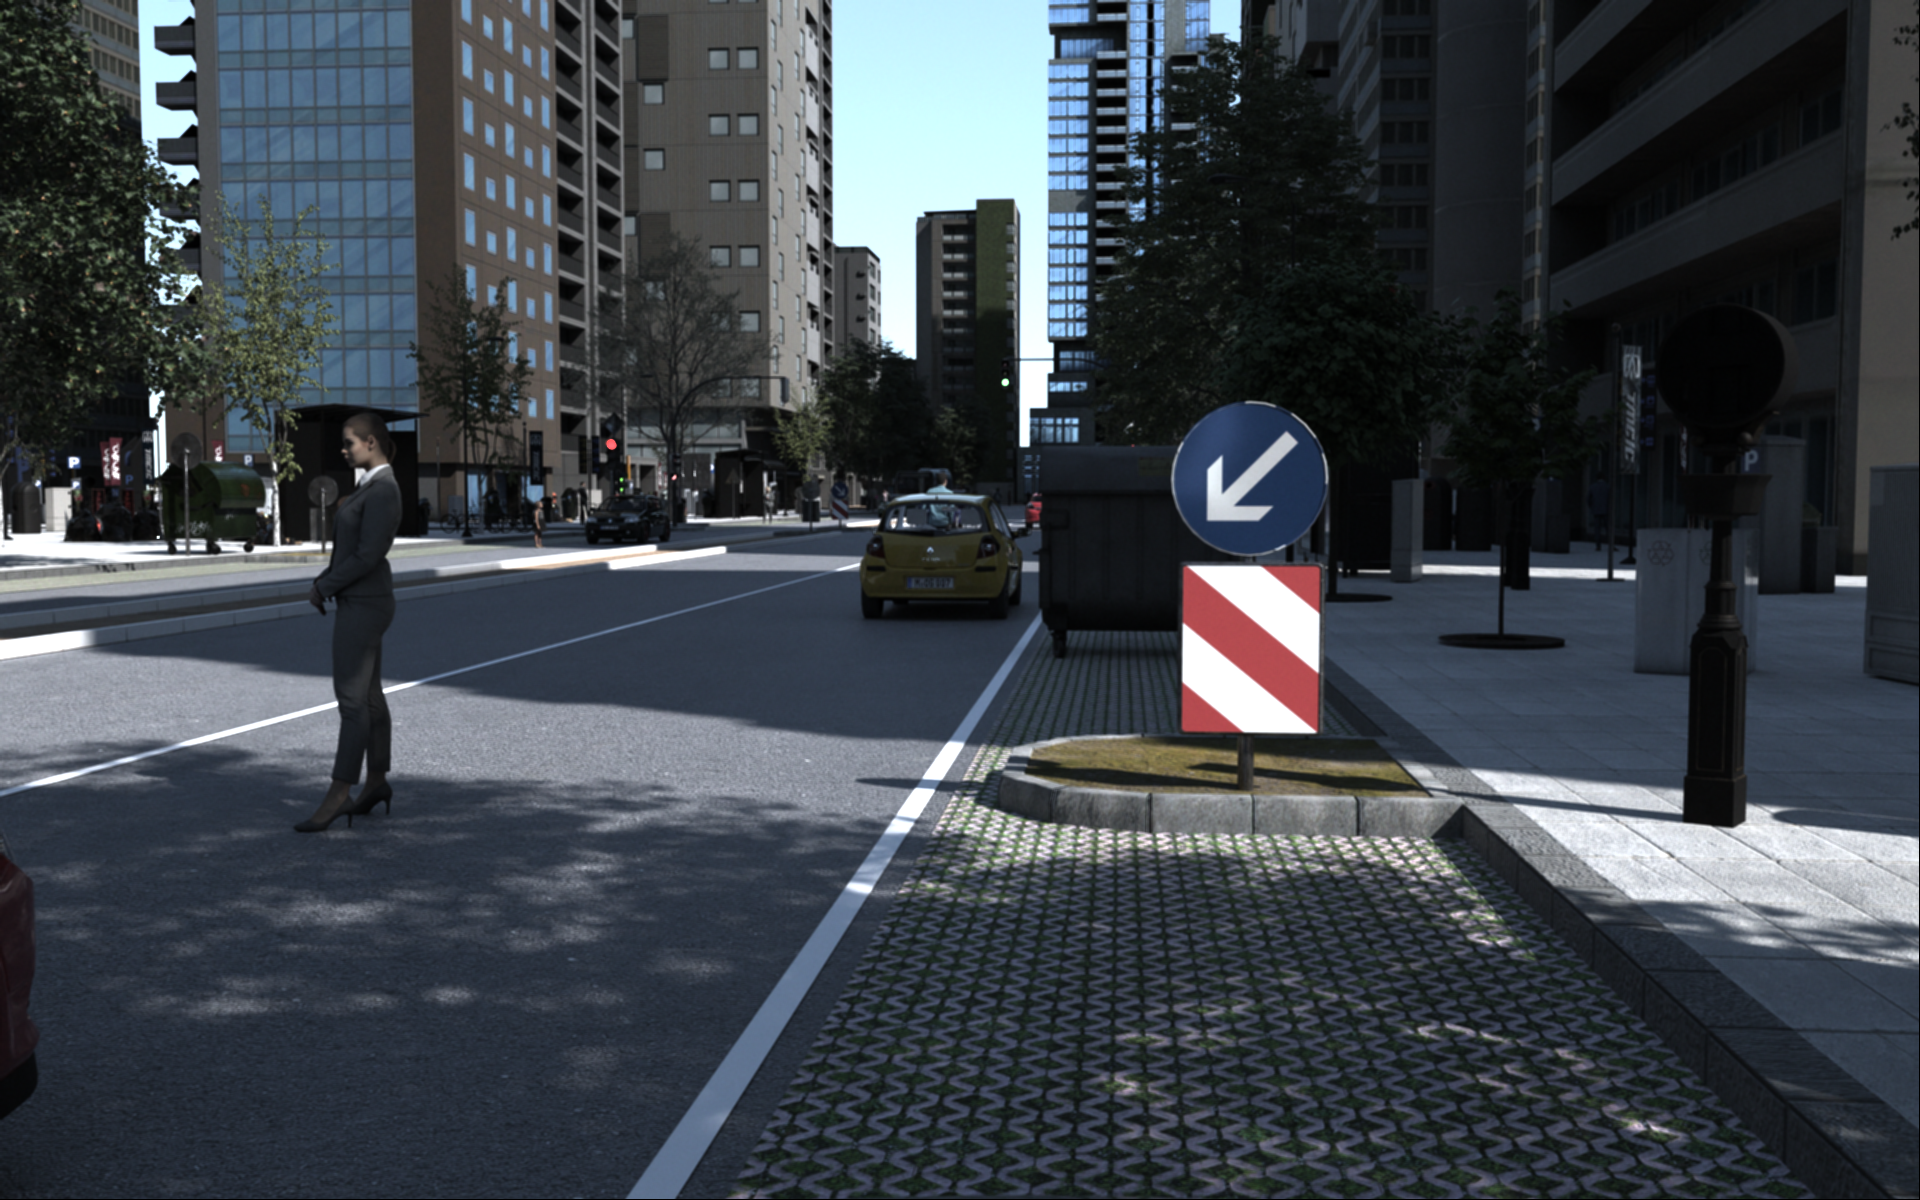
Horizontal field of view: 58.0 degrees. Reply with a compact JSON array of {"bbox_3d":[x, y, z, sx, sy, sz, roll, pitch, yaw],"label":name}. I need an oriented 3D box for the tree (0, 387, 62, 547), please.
[{"bbox_3d":[-23.098,-5.560,41.269,4.360,8.622,3.978,0,3,0],"label":"tree"}]

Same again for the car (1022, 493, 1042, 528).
[{"bbox_3d":[3.642,-3.833,71.708,2.155,1.783,4.494,0,4,4],"label":"car"}]

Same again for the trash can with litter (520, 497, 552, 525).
[{"bbox_3d":[-17.501,-3.652,71.104,1.055,1.170,0.624,1,4,12],"label":"trash can with litter"}]

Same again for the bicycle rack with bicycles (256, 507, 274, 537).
[{"bbox_3d":[-19.101,-2.264,50.394,2.925,0.926,2.852,1,4,13],"label":"bicycle rack with bicycles"}]

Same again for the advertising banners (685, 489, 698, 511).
[{"bbox_3d":[-18.632,-7.472,118.358,2.074,3.025,0.090,-1,4,-23],"label":"advertising banners"}]

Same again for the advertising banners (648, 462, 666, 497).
[{"bbox_3d":[-16.571,-5.999,94.266,0.090,3.025,2.074,1,4,10],"label":"advertising banners"}]

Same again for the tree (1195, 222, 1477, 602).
[{"bbox_3d":[4.492,-2.289,21.141,4.285,4.588,4.351,0,3,0],"label":"tree"}]

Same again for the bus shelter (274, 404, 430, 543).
[{"bbox_3d":[-16.770,-3.478,48.152,1.731,3.624,6.357,0,4,6],"label":"bus shelter"}]

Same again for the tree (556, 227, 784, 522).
[{"bbox_3d":[-13.159,-10.302,78.803,12.009,13.543,11.850,0,3,0],"label":"tree"}]

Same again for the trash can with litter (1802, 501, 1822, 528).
[{"bbox_3d":[13.161,-0.944,26.822,0.624,1.170,1.055,0,4,5],"label":"trash can with litter"}]

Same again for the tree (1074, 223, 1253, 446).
[{"bbox_3d":[10.336,-10.724,81.986,9.857,13.997,8.962,0,3,0],"label":"tree"}]

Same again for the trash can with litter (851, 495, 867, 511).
[{"bbox_3d":[-7.884,-7.631,135.820,2.233,1.210,1.678,1,4,16],"label":"trash can with litter"}]

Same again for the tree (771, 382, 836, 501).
[{"bbox_3d":[-10.033,-9.865,111.655,4.737,8.622,4.395,0,3,0],"label":"tree"}]

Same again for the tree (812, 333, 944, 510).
[{"bbox_3d":[-7.053,-14.142,137.884,9.857,13.997,8.962,0,3,0],"label":"tree"}]

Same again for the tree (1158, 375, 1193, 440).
[{"bbox_3d":[12.998,-9.189,100.609,4.737,8.622,4.395,0,3,0],"label":"tree"}]

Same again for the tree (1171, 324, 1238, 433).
[{"bbox_3d":[10.304,-7.320,70.041,4.360,8.622,3.978,0,3,0],"label":"tree"}]

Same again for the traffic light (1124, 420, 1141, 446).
[{"bbox_3d":[6.582,-4.700,65.767,0.839,4.253,0.868,0,4,5],"label":"traffic light"}]

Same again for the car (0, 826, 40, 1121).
[{"bbox_3d":[-2.902,0.444,1.782,2.155,1.783,4.494,0,4,6],"label":"car"}]

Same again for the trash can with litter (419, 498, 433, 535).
[{"bbox_3d":[-16.958,-2.595,53.815,0.624,1.170,1.055,3,5,41],"label":"trash can with litter"}]

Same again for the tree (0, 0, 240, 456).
[{"bbox_3d":[-17.068,-6.822,28.549,9.611,12.733,9.660,0,3,0],"label":"tree"}]

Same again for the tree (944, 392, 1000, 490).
[{"bbox_3d":[0.174,-18.954,216.553,9.857,13.997,8.962,0,3,0],"label":"tree"}]

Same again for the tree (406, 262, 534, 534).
[{"bbox_3d":[-15.277,-6.388,54.814,4.737,8.622,4.395,0,3,0],"label":"tree"}]

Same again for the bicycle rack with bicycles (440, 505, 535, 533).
[{"bbox_3d":[-15.353,-2.699,57.512,2.925,0.926,2.852,1,4,22],"label":"bicycle rack with bicycles"}]

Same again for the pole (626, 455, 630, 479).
[{"bbox_3d":[-17.521,-5.975,91.528,0.158,3.312,0.155,0,3,0],"label":"pole"}]

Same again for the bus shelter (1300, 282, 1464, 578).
[{"bbox_3d":[7.020,-3.228,30.404,2.179,5.291,8.768,0,4,5],"label":"bus shelter"}]

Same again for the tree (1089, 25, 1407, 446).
[{"bbox_3d":[7.185,-7.611,42.559,7.486,12.596,7.792,0,3,0],"label":"tree"}]

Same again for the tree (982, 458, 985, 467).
[{"bbox_3d":[-0.464,-16.480,203.866,7.601,10.594,8.767,-2,4,-26],"label":"tree"}]

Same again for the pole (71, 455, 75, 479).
[{"bbox_3d":[-45.982,-5.874,89.882,0.158,3.312,0.155,0,3,0],"label":"pole"}]

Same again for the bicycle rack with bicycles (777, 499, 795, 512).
[{"bbox_3d":[-12.583,-6.828,125.027,2.925,0.926,2.852,2,4,25],"label":"bicycle rack with bicycles"}]

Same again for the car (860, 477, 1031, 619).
[{"bbox_3d":[-0.155,-0.681,21.357,2.015,1.641,3.980,0,4,5],"label":"car"}]

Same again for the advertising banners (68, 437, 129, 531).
[{"bbox_3d":[-26.148,-3.443,52.475,0.090,3.025,2.074,1,4,20],"label":"advertising banners"}]

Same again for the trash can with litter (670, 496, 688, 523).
[{"bbox_3d":[-12.355,-3.962,76.165,0.624,1.170,1.055,0,4,3],"label":"trash can with litter"}]

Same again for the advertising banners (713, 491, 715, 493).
[{"bbox_3d":[-13.564,-6.087,95.708,0.090,3.025,2.074,2,4,25],"label":"advertising banners"}]

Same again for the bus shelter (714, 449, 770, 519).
[{"bbox_3d":[-11.693,-6.239,93.297,1.731,3.624,6.357,0,4,5],"label":"bus shelter"}]

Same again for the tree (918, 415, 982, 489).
[{"bbox_3d":[-3.524,-15.392,186.067,7.601,10.594,8.767,2,4,35],"label":"tree"}]

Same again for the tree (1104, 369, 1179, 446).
[{"bbox_3d":[18.168,-14.892,153.855,12.009,13.543,11.850,0,3,0],"label":"tree"}]

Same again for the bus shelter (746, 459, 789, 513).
[{"bbox_3d":[-11.532,-6.600,101.829,2.014,3.302,5.546,0,4,5],"label":"bus shelter"}]

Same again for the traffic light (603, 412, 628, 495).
[{"bbox_3d":[-11.851,-4.314,59.459,0.839,4.253,0.868,0,4,5],"label":"traffic light"}]

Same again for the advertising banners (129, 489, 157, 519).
[{"bbox_3d":[-27.394,-3.722,57.048,2.074,3.025,0.090,1,4,13],"label":"advertising banners"}]

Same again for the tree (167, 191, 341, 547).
[{"bbox_3d":[-16.763,-5.587,41.717,4.737,8.622,4.395,0,3,0],"label":"tree"}]

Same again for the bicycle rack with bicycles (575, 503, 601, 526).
[{"bbox_3d":[-14.227,-3.457,69.897,2.852,0.926,2.925,-1,4,-11],"label":"bicycle rack with bicycles"}]

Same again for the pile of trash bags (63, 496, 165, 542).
[{"bbox_3d":[-22.687,-2.313,47.575,1.912,1.369,3.447,1,4,19],"label":"pile of trash bags"}]

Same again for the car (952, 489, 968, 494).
[{"bbox_3d":[-0.304,-7.896,137.779,2.281,1.827,5.304,0,4,5],"label":"car"}]

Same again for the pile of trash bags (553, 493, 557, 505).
[{"bbox_3d":[-24.793,-5.495,99.594,3.447,1.369,1.912,1,4,11],"label":"pile of trash bags"}]

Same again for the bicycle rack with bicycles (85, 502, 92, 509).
[{"bbox_3d":[-39.235,-3.889,76.965,2.852,0.926,2.925,2,4,35],"label":"bicycle rack with bicycles"}]

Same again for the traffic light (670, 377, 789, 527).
[{"bbox_3d":[-9.012,-5.662,67.249,4.771,5.953,1.251,0,4,5],"label":"traffic light"}]

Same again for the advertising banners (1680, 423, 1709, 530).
[{"bbox_3d":[14.541,-2.331,34.298,0.090,3.025,2.074,0,4,8],"label":"advertising banners"}]

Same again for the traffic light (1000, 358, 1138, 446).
[{"bbox_3d":[3.743,-5.089,57.871,4.771,5.953,1.251,0,4,5],"label":"traffic light"}]

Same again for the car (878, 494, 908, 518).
[{"bbox_3d":[-3.855,-5.784,106.367,2.131,1.459,4.920,0,4,7],"label":"car"}]

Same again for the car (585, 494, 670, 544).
[{"bbox_3d":[-9.763,-2.522,51.021,2.009,1.686,4.222,0,4,4],"label":"car"}]

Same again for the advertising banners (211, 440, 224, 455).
[{"bbox_3d":[-23.717,-3.707,56.801,0.090,3.025,2.074,1,4,22],"label":"advertising banners"}]

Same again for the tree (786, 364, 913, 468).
[{"bbox_3d":[-8.731,-11.655,124.974,8.767,10.594,7.601,1,4,11],"label":"tree"}]

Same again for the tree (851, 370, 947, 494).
[{"bbox_3d":[-5.682,-14.617,155.988,9.611,12.733,9.660,0,3,0],"label":"tree"}]

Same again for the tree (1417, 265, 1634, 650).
[{"bbox_3d":[4.505,-1.225,14.624,1.663,3.219,1.824,0,3,0],"label":"tree"}]
